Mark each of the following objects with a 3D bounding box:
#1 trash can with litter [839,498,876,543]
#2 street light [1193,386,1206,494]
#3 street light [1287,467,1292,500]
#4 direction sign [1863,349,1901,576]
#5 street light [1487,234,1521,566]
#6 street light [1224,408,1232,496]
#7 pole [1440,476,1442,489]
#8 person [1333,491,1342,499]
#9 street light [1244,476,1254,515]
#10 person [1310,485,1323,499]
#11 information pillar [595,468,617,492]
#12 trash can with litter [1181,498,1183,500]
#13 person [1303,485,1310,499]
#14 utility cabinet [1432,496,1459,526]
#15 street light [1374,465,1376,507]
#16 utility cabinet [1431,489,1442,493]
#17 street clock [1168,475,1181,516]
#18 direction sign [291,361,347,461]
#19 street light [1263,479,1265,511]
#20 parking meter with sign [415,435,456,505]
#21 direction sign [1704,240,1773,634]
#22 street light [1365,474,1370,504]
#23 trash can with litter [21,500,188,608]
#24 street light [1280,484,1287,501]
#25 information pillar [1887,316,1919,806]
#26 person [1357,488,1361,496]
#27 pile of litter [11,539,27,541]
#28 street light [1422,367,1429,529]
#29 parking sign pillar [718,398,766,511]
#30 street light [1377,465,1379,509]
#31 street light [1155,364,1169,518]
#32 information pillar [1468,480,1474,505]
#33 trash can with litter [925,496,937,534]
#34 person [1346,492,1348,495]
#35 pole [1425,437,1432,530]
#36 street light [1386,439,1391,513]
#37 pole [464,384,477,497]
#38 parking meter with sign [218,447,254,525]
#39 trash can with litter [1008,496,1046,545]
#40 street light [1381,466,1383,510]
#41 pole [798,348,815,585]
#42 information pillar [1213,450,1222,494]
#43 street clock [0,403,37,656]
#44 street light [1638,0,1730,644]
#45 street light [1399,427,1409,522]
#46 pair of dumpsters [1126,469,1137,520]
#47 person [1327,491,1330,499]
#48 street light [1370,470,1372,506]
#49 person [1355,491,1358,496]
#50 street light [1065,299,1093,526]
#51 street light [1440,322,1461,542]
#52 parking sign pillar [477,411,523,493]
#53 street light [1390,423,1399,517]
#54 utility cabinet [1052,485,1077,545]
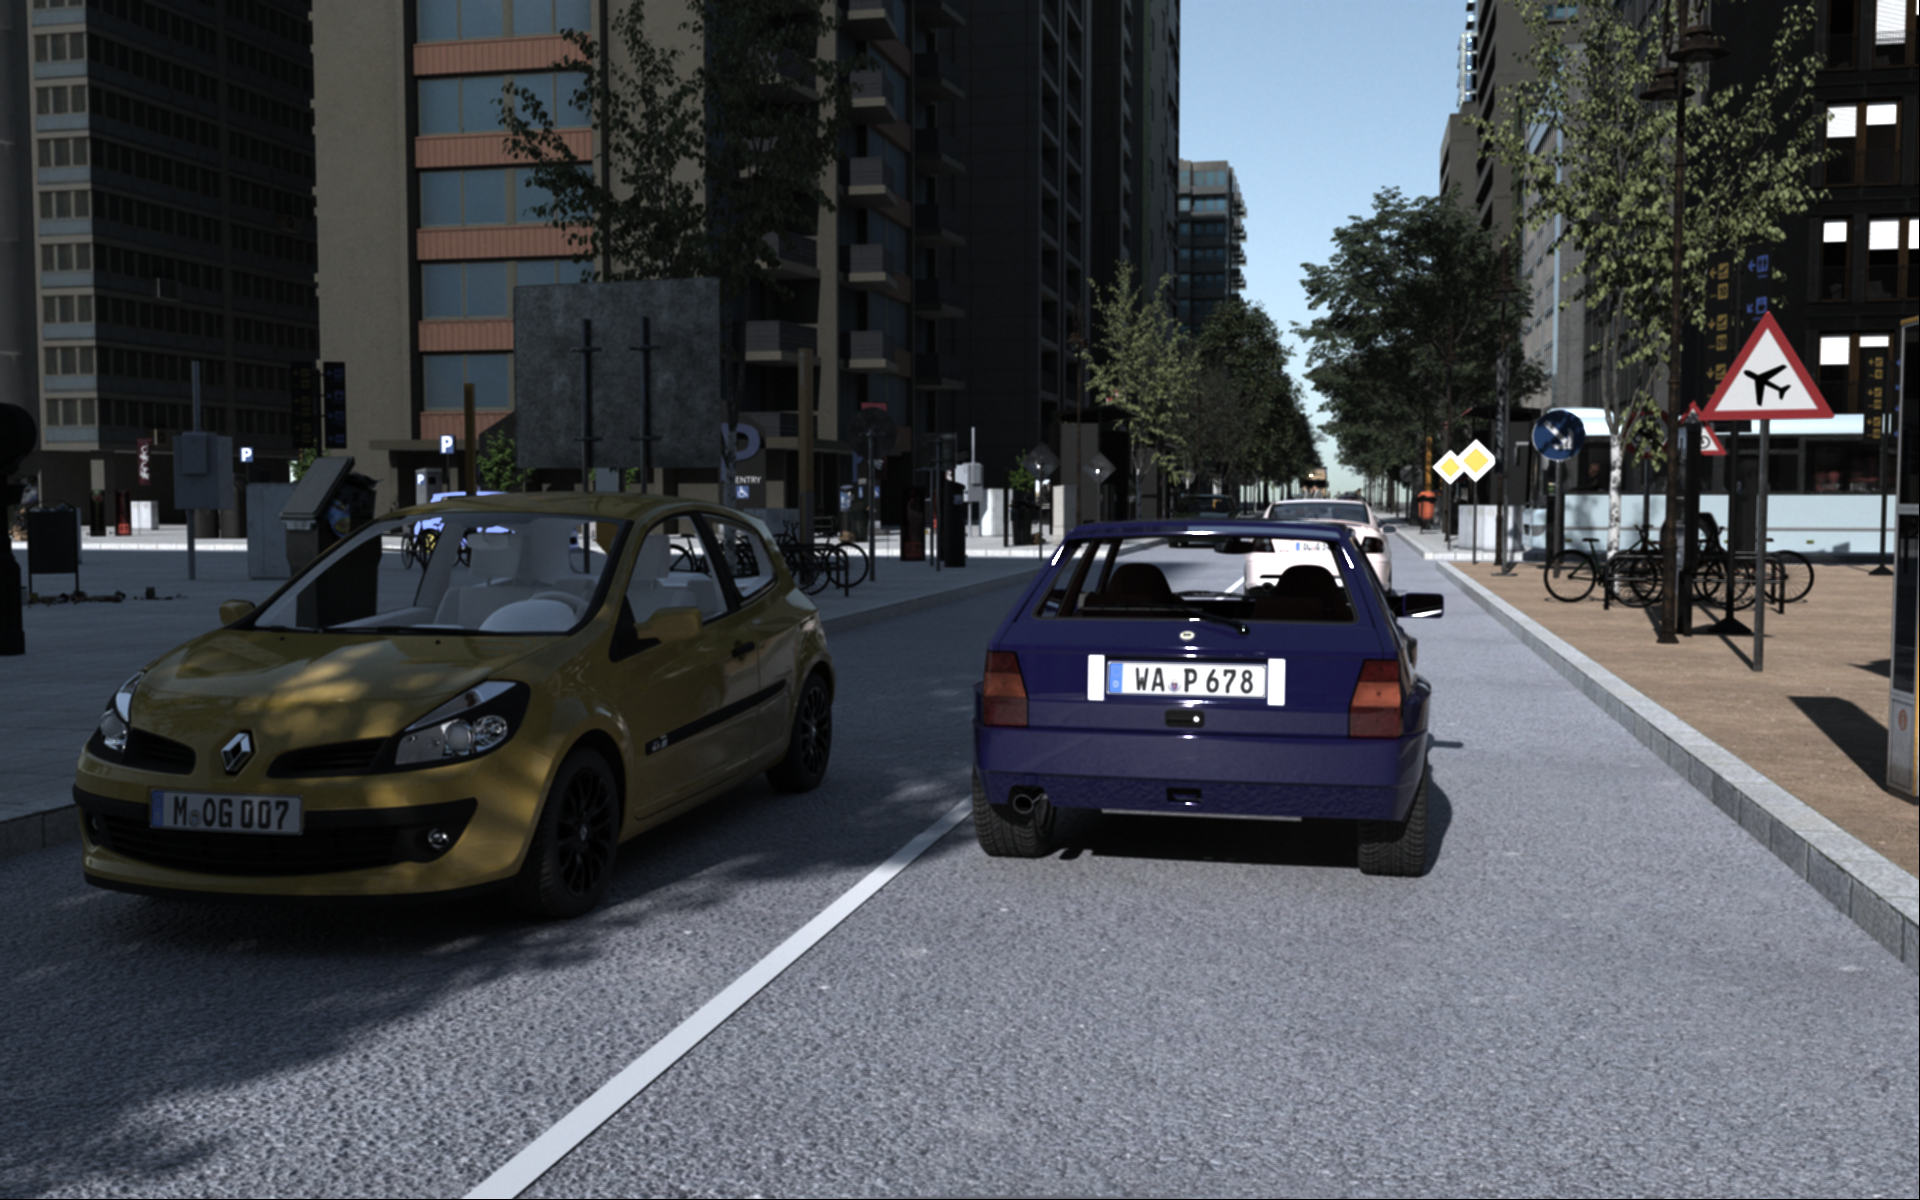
[{"bbox_3d":[-2.741,-2.114,45.950,0.624,1.170,1.055,2,4,29],"label":"trash can with litter"},{"bbox_3d":[10.293,-6.226,74.575,0.468,5.910,1.993,1,4,13],"label":"street light"},{"bbox_3d":[34.263,-12.754,181.317,0.468,5.910,1.993,1,4,13],"label":"street light"},{"bbox_3d":[14.600,-2.160,27.321,0.876,3.537,0.379,-1,4,-17],"label":"direction sign"},{"bbox_3d":[9.684,-3.558,30.963,0.468,5.910,1.993,1,4,13],"label":"street light"},{"bbox_3d":[14.087,-7.238,91.132,0.468,5.910,1.993,1,4,13],"label":"street light"},{"bbox_3d":[29.087,-6.776,104.637,0.158,3.312,0.155,0,3,0],"label":"pole"},{"bbox_3d":[37.527,-9.935,171.671,1.217,1.736,0.721,1,4,14],"label":"person"},{"bbox_3d":[17.746,-8.229,107.337,0.468,5.910,1.993,1,4,13],"label":"street light"},{"bbox_3d":[14.495,-3.780,70.491,0.473,1.802,0.592,0,4,-5],"label":"person"},{"bbox_3d":[-5.151,-2.088,25.491,0.504,3.616,0.183,2,4,29],"label":"information pillar"},{"bbox_3d":[10.696,-4.521,85.306,0.624,1.170,1.055,3,5,39],"label":"trash can with litter"},{"bbox_3d":[14.933,-4.049,74.819,0.853,1.813,0.709,1,4,16],"label":"person"},{"bbox_3d":[19.691,-3.615,70.270,1.020,1.237,0.306,1,4,18],"label":"utility cabinet"},{"bbox_3d":[37.107,-11.053,153.504,0.468,5.910,1.993,1,4,13],"label":"street light"},{"bbox_3d":[22.180,-4.455,81.526,1.173,1.500,0.318,3,5,40],"label":"utility cabinet"},{"bbox_3d":[8.130,-3.741,65.737,0.471,2.002,0.358,0,4,8],"label":"street clock"},{"bbox_3d":[-10.977,-2.307,29.711,0.876,3.537,0.379,-1,4,-11],"label":"direction sign"},{"bbox_3d":[23.203,-9.750,132.197,0.468,5.910,1.993,1,4,13],"label":"street light"},{"bbox_3d":[-15.526,-3.322,50.572,0.543,3.016,1.738,2,4,27],"label":"parking meter with sign"},{"bbox_3d":[7.142,-1.466,15.972,0.379,3.537,0.876,-1,4,-13],"label":"direction sign"},{"bbox_3d":[48.064,-14.068,202.798,0.468,5.910,1.993,1,4,13],"label":"street light"},{"bbox_3d":[-10.356,-0.586,20.641,2.233,1.210,1.678,-3,4,-38],"label":"trash can with litter"},{"bbox_3d":[30.565,-11.750,164.897,0.468,5.910,1.993,1,4,13],"label":"street light"},{"bbox_3d":[4.090,-0.165,7.188,0.304,2.012,0.304,1,4,8],"label":"information pillar"},{"bbox_3d":[27.452,-6.753,118.918,0.705,1.823,1.348,1,4,18],"label":"person"},{"bbox_3d":[-25.650,-2.078,47.932,1.176,0.858,1.719,2,4,27],"label":"pile of litter"},{"bbox_3d":[16.935,-5.521,63.052,0.468,5.910,1.993,1,4,13],"label":"street light"},{"bbox_3d":[-5.987,-3.618,47.629,1.447,3.967,1.447,0,4,-6],"label":"parking sign pillar"},{"bbox_3d":[33.454,-10.062,137.299,0.468,5.910,1.993,1,4,13],"label":"street light"},{"bbox_3d":[6.790,-5.232,58.336,0.468,5.910,1.993,1,4,13],"label":"street light"},{"bbox_3d":[26.819,-5.276,90.756,0.304,2.012,0.304,-1,4,-10],"label":"information pillar"},{"bbox_3d":[-0.768,-2.755,56.109,1.678,1.210,2.233,2,4,31],"label":"trash can with litter"},{"bbox_3d":[54.611,-14.406,244.868,0.721,1.723,1.217,0,4,1],"label":"person"},{"bbox_3d":[16.759,-4.167,61.978,0.158,3.312,0.155,0,3,0],"label":"pole"},{"bbox_3d":[27.949,-8.520,112.085,0.468,5.910,1.993,1,4,13],"label":"street light"},{"bbox_3d":[-9.057,-2.338,32.073,0.158,3.312,0.155,0,3,0],"label":"pole"},{"bbox_3d":[-26.755,-4.132,63.823,0.543,3.016,1.738,1,4,13],"label":"parking meter with sign"},{"bbox_3d":[1.667,-1.971,43.616,0.624,1.170,1.055,3,5,39],"label":"trash can with litter"},{"bbox_3d":[29.721,-9.023,120.314,0.468,5.910,1.993,1,4,13],"label":"street light"},{"bbox_3d":[-2.159,-1.863,24.311,0.158,3.312,0.155,0,3,0],"label":"pole"},{"bbox_3d":[13.688,-6.171,92.248,0.504,3.616,0.183,-2,4,-24],"label":"information pillar"},{"bbox_3d":[-7.609,-0.563,13.772,0.471,2.002,0.358,0,4,1],"label":"street clock"},{"bbox_3d":[6.098,-2.566,14.743,0.468,5.910,1.993,1,4,13],"label":"street light"},{"bbox_3d":[20.548,-6.522,79.421,0.468,5.910,1.993,1,4,13],"label":"street light"},{"bbox_3d":[5.219,-3.574,60.931,1.574,2.255,4.437,1,4,13],"label":"pair of dumpsters"},{"bbox_3d":[51.407,-14.252,241.532,0.705,1.823,1.348,-1,4,-9],"label":"person"},{"bbox_3d":[40.707,-12.048,169.778,0.468,5.910,1.993,1,4,13],"label":"street light"},{"bbox_3d":[32.288,-8.027,140.571,0.721,1.723,1.217,2,4,34],"label":"person"},{"bbox_3d":[2.833,-4.189,41.276,0.468,5.910,1.993,1,4,13],"label":"street light"},{"bbox_3d":[13.195,-4.520,46.695,0.468,5.910,1.993,1,4,13],"label":"street light"},{"bbox_3d":[-14.106,-3.954,53.121,1.447,3.967,1.447,-2,4,-27],"label":"parking sign pillar"},{"bbox_3d":[24.264,-7.529,95.887,0.468,5.910,1.993,1,4,13],"label":"street light"},{"bbox_3d":[2.618,-2.127,43.452,0.318,1.500,1.173,1,4,19],"label":"utility cabinet"}]
